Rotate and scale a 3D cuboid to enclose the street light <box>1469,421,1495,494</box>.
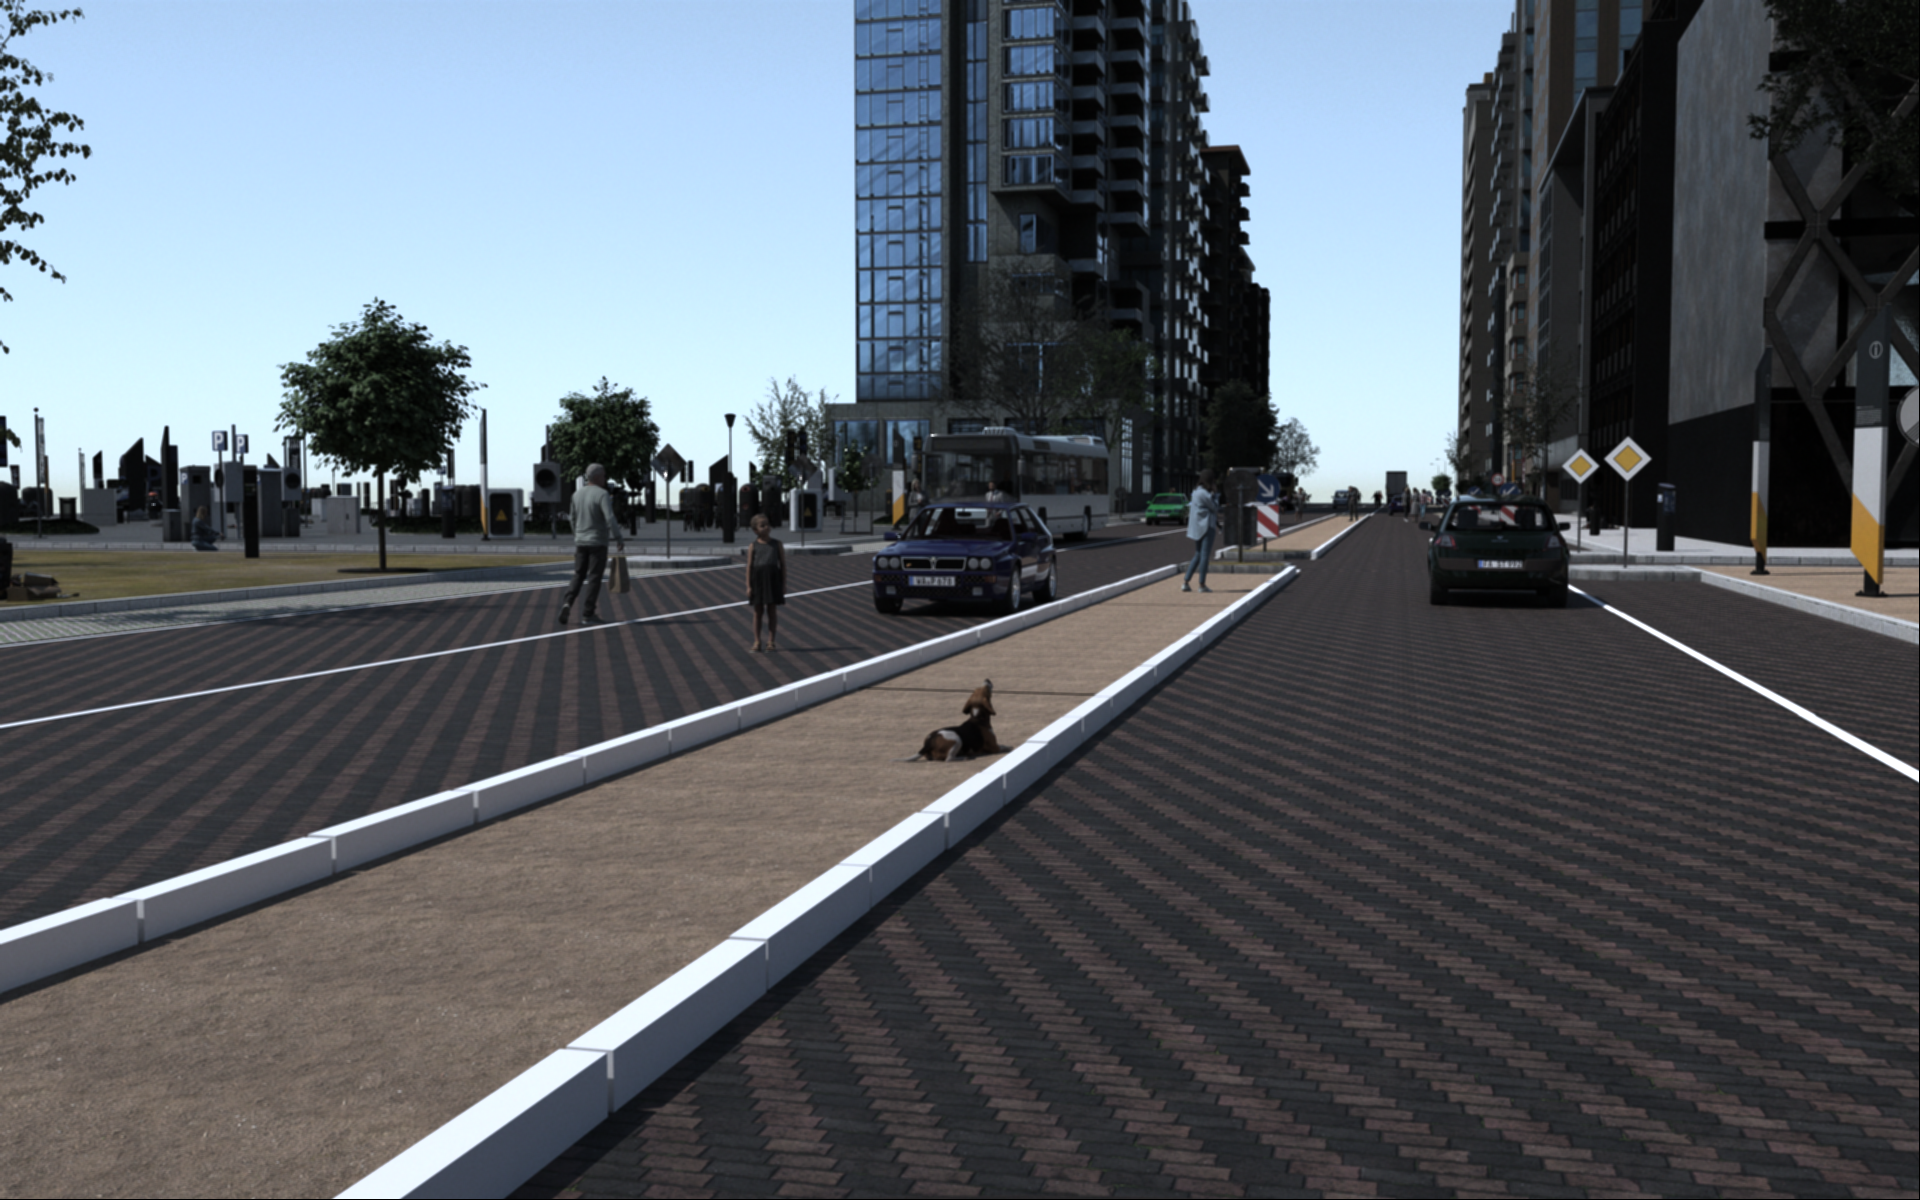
[{"bbox_3d":[33.242,-8.384,109.622,1.470,5.913,1.316,1,4,14],"label":"street light"}]

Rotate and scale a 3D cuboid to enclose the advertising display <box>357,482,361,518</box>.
[{"bbox_3d":[-32.617,-5.433,94.037,0.123,1.923,0.974,-1,4,-14],"label":"advertising display"}]

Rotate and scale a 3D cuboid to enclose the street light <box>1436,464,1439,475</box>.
[{"bbox_3d":[62.909,-15.542,226.657,1.470,5.913,1.316,1,4,14],"label":"street light"}]

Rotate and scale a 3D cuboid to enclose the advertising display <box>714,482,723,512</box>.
[{"bbox_3d":[-13.150,-5.554,96.025,0.974,1.923,0.123,1,4,20],"label":"advertising display"}]

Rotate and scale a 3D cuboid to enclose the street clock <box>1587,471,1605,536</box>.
[{"bbox_3d":[20.109,-3.069,54.745,0.471,2.002,0.358,-1,4,-20],"label":"street clock"}]

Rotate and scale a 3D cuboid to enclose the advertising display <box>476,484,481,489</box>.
[{"bbox_3d":[-32.291,-6.824,116.790,0.123,1.923,0.974,2,4,24],"label":"advertising display"}]

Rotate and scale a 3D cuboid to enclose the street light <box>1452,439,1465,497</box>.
[{"bbox_3d":[42.635,-10.652,146.699,1.470,5.913,1.316,1,4,14],"label":"street light"}]

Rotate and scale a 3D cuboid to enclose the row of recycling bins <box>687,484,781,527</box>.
[{"bbox_3d":[-8.749,-3.723,67.980,3.534,1.692,1.069,0,4,6],"label":"row of recycling bins"}]

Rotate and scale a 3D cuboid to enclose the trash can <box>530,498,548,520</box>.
[{"bbox_3d":[-15.725,-3.253,64.835,0.748,1.137,0.748,0,3,0],"label":"trash can"}]

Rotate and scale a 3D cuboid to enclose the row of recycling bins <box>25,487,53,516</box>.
[{"bbox_3d":[-54.275,-5.804,102.000,1.069,1.692,3.534,-1,4,-11],"label":"row of recycling bins"}]

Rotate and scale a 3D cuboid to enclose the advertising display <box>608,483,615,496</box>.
[{"bbox_3d":[-20.198,-5.776,99.658,0.123,1.923,0.974,2,4,27],"label":"advertising display"}]

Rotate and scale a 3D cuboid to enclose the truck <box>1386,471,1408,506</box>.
[{"bbox_3d":[55.223,-14.075,219.046,2.839,4.237,11.283,1,4,15],"label":"truck"}]

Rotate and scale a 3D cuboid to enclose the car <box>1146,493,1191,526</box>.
[{"bbox_3d":[9.714,-4.372,80.283,1.959,1.807,4.718,1,4,14],"label":"car"}]

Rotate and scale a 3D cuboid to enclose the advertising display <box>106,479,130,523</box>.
[{"bbox_3d":[-36.780,-4.311,75.701,0.123,1.923,0.974,2,4,34],"label":"advertising display"}]

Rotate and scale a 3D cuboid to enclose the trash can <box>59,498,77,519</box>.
[{"bbox_3d":[-37.004,-3.681,71.846,0.748,1.137,0.748,0,3,0],"label":"trash can"}]

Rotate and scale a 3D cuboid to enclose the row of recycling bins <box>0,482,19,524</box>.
[{"bbox_3d":[-34.185,-3.323,61.440,1.069,1.692,3.534,-3,4,-37],"label":"row of recycling bins"}]

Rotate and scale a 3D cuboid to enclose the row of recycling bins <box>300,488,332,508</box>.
[{"bbox_3d":[-41.303,-6.353,110.989,3.534,1.692,1.069,3,5,45],"label":"row of recycling bins"}]

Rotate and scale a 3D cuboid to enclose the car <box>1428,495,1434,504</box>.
[{"bbox_3d":[62.698,-13.635,232.518,1.945,1.707,3.694,1,4,13],"label":"car"}]

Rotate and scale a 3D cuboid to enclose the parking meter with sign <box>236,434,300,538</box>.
[{"bbox_3d":[-20.537,-3.377,51.470,0.543,3.016,1.738,3,4,37],"label":"parking meter with sign"}]

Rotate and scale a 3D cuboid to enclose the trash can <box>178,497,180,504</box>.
[{"bbox_3d":[-45.085,-5.361,99.309,0.748,1.137,0.748,0,3,0],"label":"trash can"}]

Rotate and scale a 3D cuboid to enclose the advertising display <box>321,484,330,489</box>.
[{"bbox_3d":[-41.475,-6.606,113.228,0.123,1.923,0.974,0,4,7],"label":"advertising display"}]

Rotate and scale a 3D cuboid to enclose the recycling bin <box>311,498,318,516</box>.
[{"bbox_3d":[-37.081,-5.374,100.413,0.722,1.027,0.722,1,4,16],"label":"recycling bin"}]

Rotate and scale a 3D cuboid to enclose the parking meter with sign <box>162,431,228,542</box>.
[{"bbox_3d":[-20.867,-3.116,47.205,0.543,3.016,1.738,2,4,31],"label":"parking meter with sign"}]

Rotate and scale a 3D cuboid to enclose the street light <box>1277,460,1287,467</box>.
[{"bbox_3d":[43.654,-16.066,235.214,1.470,5.913,1.316,1,4,14],"label":"street light"}]

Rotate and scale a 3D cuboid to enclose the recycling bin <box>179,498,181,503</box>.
[{"bbox_3d":[-51.336,-6.243,114.628,0.722,1.027,0.722,2,4,29],"label":"recycling bin"}]

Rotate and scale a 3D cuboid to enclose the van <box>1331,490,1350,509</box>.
[{"bbox_3d":[37.545,-9.978,170.158,2.013,2.044,4.112,1,4,15],"label":"van"}]

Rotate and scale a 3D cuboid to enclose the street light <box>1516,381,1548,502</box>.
[{"bbox_3d":[23.555,-6.038,71.265,1.470,5.913,1.316,1,4,14],"label":"street light"}]

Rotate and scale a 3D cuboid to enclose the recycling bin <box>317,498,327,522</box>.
[{"bbox_3d":[-29.523,-4.197,81.178,0.722,1.027,0.722,0,4,-7],"label":"recycling bin"}]

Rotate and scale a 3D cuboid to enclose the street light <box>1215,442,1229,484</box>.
[{"bbox_3d":[23.327,-11.133,154.567,1.470,5.913,1.316,1,4,14],"label":"street light"}]

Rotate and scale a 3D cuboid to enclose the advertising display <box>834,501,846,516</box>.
[{"bbox_3d":[-6.984,-5.763,99.446,0.974,1.923,0.123,-3,4,-38],"label":"advertising display"}]

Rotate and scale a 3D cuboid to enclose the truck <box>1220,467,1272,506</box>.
[{"bbox_3d":[21.229,-8.032,127.254,3.469,3.379,9.791,1,4,14],"label":"truck"}]

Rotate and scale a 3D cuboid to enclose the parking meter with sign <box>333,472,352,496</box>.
[{"bbox_3d":[-42.295,-7.532,119.407,1.738,3.016,0.543,-1,4,-22],"label":"parking meter with sign"}]

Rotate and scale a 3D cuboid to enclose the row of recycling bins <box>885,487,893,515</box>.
[{"bbox_3d":[-3.495,-6.099,106.826,1.069,1.692,3.534,-2,4,-31],"label":"row of recycling bins"}]

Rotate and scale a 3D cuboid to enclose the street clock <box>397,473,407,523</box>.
[{"bbox_3d":[-19.533,-3.432,60.688,0.358,2.002,0.471,-2,4,-34],"label":"street clock"}]

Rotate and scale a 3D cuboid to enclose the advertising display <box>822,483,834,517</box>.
[{"bbox_3d":[-7.781,-5.699,98.386,0.974,1.923,0.123,-2,4,-32],"label":"advertising display"}]

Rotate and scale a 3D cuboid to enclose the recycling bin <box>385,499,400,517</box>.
[{"bbox_3d":[-31.617,-5.135,96.516,0.722,1.027,0.722,-2,4,-26],"label":"recycling bin"}]

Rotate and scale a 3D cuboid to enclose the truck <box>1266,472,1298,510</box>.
[{"bbox_3d":[28.740,-9.783,155.868,3.469,3.379,9.791,1,4,12],"label":"truck"}]

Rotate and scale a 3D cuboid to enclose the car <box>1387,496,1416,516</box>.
[{"bbox_3d":[29.656,-6.336,116.179,1.945,1.354,3.894,1,4,12],"label":"car"}]

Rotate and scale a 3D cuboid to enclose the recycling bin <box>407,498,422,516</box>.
[{"bbox_3d":[-32.037,-5.464,101.882,0.722,1.027,0.722,3,4,36],"label":"recycling bin"}]

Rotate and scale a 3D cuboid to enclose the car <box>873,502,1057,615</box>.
[{"bbox_3d":[0.116,-0.570,21.901,1.945,1.354,3.894,1,4,13],"label":"car"}]

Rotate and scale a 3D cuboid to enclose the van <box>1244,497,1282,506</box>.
[{"bbox_3d":[13.877,-4.464,80.004,2.013,2.044,4.112,1,4,12],"label":"van"}]

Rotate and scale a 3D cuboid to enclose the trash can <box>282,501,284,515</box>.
[{"bbox_3d":[-27.762,-3.590,70.352,0.748,1.137,0.748,0,3,0],"label":"trash can"}]

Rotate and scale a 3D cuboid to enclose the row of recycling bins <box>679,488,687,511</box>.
[{"bbox_3d":[-17.613,-6.524,113.785,1.069,1.692,3.534,-1,4,-23],"label":"row of recycling bins"}]

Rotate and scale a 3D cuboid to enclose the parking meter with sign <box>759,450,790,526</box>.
[{"bbox_3d":[-7.554,-4.493,69.725,1.738,3.016,0.543,2,4,28],"label":"parking meter with sign"}]

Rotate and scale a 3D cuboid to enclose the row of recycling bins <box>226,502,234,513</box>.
[{"bbox_3d":[-50.087,-6.816,118.553,1.069,1.692,3.534,2,4,34],"label":"row of recycling bins"}]

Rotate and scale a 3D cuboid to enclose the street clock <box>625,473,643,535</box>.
[{"bbox_3d":[-10.189,-3.023,53.992,0.471,2.002,0.358,-1,4,-8],"label":"street clock"}]

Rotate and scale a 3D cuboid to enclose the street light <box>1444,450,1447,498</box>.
[{"bbox_3d":[52.185,-12.946,184.203,1.470,5.913,1.316,1,4,14],"label":"street light"}]

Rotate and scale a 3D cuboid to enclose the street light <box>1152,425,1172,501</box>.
[{"bbox_3d":[13.586,-8.825,116.828,1.470,5.913,1.316,1,4,14],"label":"street light"}]

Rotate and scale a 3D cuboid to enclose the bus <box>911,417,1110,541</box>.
[{"bbox_3d":[1.773,-3.361,49.813,2.948,3.499,13.247,1,4,16],"label":"bus"}]

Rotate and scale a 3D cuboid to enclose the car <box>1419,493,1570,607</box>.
[{"bbox_3d":[7.269,-0.841,23.534,2.009,1.686,4.222,1,4,15],"label":"car"}]

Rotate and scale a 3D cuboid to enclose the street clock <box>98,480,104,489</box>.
[{"bbox_3d":[-45.084,-5.285,90.982,0.358,2.002,0.471,-1,4,-20],"label":"street clock"}]

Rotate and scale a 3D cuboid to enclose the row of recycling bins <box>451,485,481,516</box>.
[{"bbox_3d":[-22.703,-4.394,78.955,1.069,1.692,3.534,-2,4,-34],"label":"row of recycling bins"}]

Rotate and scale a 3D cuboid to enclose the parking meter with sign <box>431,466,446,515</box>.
[{"bbox_3d":[-31.813,-6.689,105.625,0.543,3.016,1.738,0,4,-2],"label":"parking meter with sign"}]
